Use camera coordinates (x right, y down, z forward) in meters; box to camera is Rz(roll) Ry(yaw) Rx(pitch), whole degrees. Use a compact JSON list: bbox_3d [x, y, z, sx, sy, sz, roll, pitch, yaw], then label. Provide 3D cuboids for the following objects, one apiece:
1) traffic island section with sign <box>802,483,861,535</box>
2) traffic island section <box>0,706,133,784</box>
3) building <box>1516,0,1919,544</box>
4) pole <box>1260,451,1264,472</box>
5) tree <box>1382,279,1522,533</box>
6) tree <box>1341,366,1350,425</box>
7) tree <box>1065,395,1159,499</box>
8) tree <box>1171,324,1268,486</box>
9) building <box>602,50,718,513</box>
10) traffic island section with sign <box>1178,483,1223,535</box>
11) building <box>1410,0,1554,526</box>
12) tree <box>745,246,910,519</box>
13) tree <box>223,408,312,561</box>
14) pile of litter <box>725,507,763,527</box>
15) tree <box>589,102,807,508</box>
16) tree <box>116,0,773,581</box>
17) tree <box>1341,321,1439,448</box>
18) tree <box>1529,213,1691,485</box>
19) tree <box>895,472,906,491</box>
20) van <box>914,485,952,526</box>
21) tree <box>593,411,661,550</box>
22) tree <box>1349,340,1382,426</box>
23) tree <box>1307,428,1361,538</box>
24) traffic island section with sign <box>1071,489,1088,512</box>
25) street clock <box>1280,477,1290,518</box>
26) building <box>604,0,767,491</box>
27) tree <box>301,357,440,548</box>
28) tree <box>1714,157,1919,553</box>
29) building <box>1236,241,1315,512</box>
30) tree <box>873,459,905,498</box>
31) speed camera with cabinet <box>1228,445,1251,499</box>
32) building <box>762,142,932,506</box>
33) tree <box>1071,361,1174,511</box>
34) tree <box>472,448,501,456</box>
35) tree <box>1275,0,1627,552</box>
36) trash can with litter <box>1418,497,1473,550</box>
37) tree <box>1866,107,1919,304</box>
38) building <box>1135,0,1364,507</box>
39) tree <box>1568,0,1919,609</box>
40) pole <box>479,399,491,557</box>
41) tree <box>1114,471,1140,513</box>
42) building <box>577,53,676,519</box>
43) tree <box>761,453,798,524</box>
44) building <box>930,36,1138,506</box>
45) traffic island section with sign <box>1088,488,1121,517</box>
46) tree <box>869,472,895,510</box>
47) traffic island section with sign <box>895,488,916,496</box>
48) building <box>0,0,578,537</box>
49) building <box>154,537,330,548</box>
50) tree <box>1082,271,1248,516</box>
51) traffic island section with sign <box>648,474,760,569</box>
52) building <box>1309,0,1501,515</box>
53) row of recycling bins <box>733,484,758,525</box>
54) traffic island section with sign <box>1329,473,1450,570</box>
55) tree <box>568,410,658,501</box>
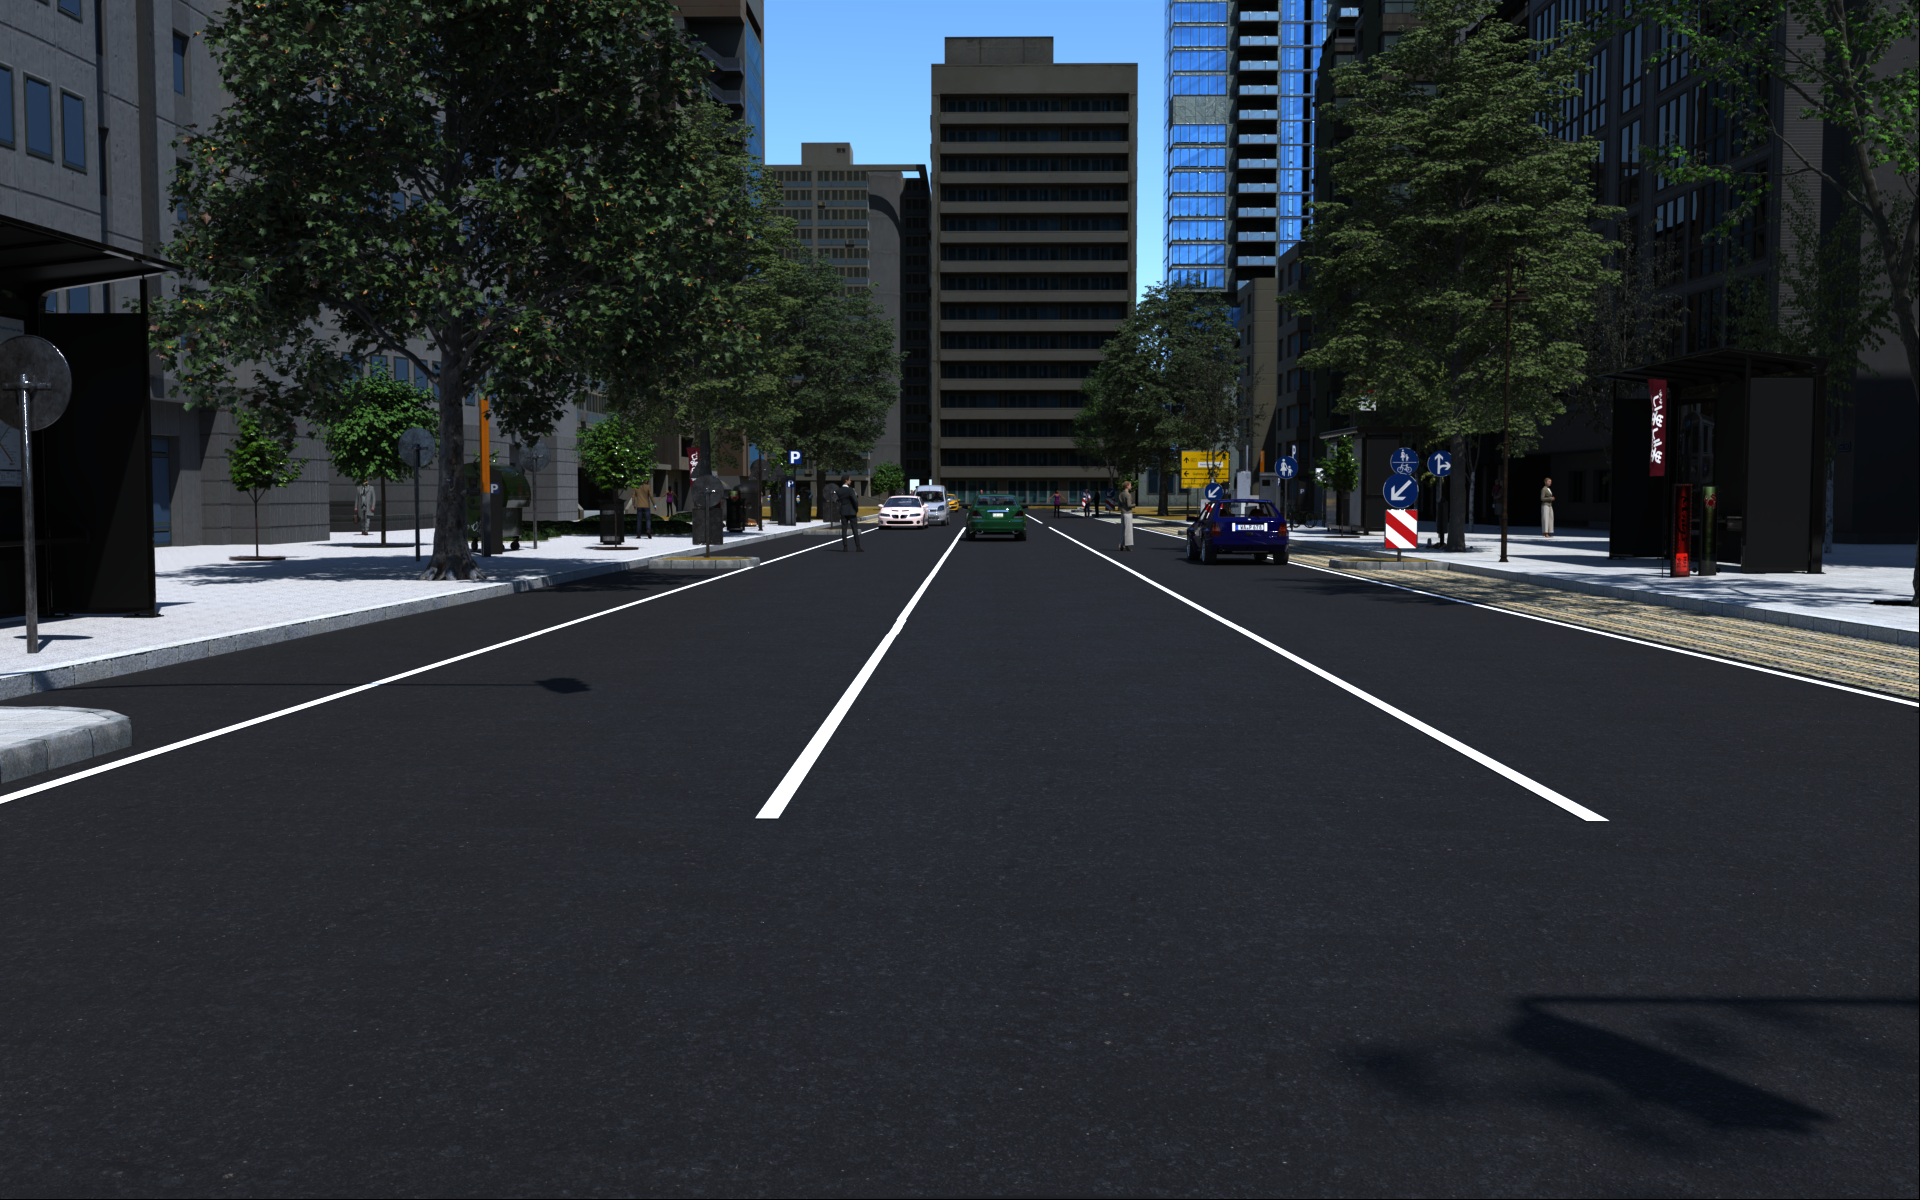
[{"bbox_3d":[-4.558,-3.265,62.017,1.989,1.847,2.006,0,4,1],"label":"traffic island section with sign"},{"bbox_3d":[-5.733,0.813,8.994,2.009,0.180,2.903,0,4,1],"label":"traffic island section"},{"bbox_3d":[28.394,-15.999,55.089,14.314,27.812,24.014,0,4,1],"label":"building"},{"bbox_3d":[14.208,-5.360,81.486,0.158,3.312,0.155,0,3,0],"label":"pole"},{"bbox_3d":[16.876,-6.542,57.322,4.737,8.622,4.395,0,3,0],"label":"tree"},{"bbox_3d":[19.600,-7.961,80.524,4.737,8.622,4.395,0,3,0],"label":"tree"},{"bbox_3d":[13.179,-13.111,148.772,8.767,10.594,7.601,0,4,4],"label":"tree"},{"bbox_3d":[11.324,-7.686,76.026,4.360,8.622,3.978,0,3,0],"label":"tree"},{"bbox_3d":[-24.320,-21.010,115.212,14.160,30.474,14.107,0,4,1],"label":"building"},{"bbox_3d":[8.632,-3.162,60.322,1.989,1.847,2.006,0,4,1],"label":"traffic island section with sign"},{"bbox_3d":[27.924,-15.048,75.706,12.332,23.373,15.834,0,4,1],"label":"building"},{"bbox_3d":[-7.099,-11.157,89.064,9.857,13.997,8.962,0,3,0],"label":"tree"},{"bbox_3d":[-13.668,-2.380,33.513,1.663,3.219,1.824,0,3,0],"label":"tree"},{"bbox_3d":[-8.498,-3.317,68.205,1.719,0.858,1.176,-1,4,-12],"label":"pile of litter"},{"bbox_3d":[-7.825,-8.113,50.767,7.486,12.596,7.792,0,3,0],"label":"tree"},{"bbox_3d":[-7.534,-6.650,25.743,9.611,12.733,9.660,0,3,0],"label":"tree"},{"bbox_3d":[18.459,-7.489,72.805,4.360,8.622,3.978,0,3,0],"label":"tree"},{"bbox_3d":[16.681,-5.760,44.539,4.360,8.622,3.978,0,3,0],"label":"tree"},{"bbox_3d":[-5.591,-9.666,152.643,1.663,3.219,1.824,0,3,0],"label":"tree"},{"bbox_3d":[-1.365,-4.403,79.001,2.013,2.044,4.112,0,4,2],"label":"van"},{"bbox_3d":[-7.977,-2.763,39.769,1.663,3.219,1.824,0,3,0],"label":"tree"},{"bbox_3d":[16.786,-6.867,62.633,4.737,8.622,4.395,0,3,0],"label":"tree"},{"bbox_3d":[11.288,-3.442,50.880,1.663,3.219,1.824,0,3,0],"label":"tree"},{"bbox_3d":[9.858,-7.899,137.769,1.989,1.847,2.006,0,4,1],"label":"traffic island section with sign"},{"bbox_3d":[13.185,-4.033,70.516,0.358,2.002,0.471,-3,5,-44],"label":"street clock"},{"bbox_3d":[-23.886,-30.067,141.701,14.200,45.320,14.600,0,4,1],"label":"building"},{"bbox_3d":[-14.040,-3.552,41.788,4.285,4.588,4.351,0,3,0],"label":"tree"},{"bbox_3d":[18.642,-5.327,37.466,4.737,8.622,4.395,0,3,0],"label":"tree"},{"bbox_3d":[37.177,-17.607,132.920,27.650,21.520,28.899,0,4,1],"label":"building"},{"bbox_3d":[-6.609,-10.762,159.672,4.285,4.588,4.351,0,3,0],"label":"tree"},{"bbox_3d":[11.438,-4.689,71.005,0.660,3.252,2.038,0,4,-1],"label":"speed camera with cabinet"},{"bbox_3d":[-14.967,-30.716,194.084,23.993,40.220,32.217,0,4,1],"label":"building"},{"bbox_3d":[12.162,-12.500,130.125,9.928,11.665,9.643,0,3,0],"label":"tree"},{"bbox_3d":[-17.455,-4.217,63.547,1.663,3.219,1.824,0,3,0],"label":"tree"},{"bbox_3d":[10.954,-7.364,38.533,7.486,12.596,7.792,0,3,0],"label":"tree"},{"bbox_3d":[11.264,-1.828,40.953,1.678,1.210,2.233,1,4,20],"label":"trash can with litter"},{"bbox_3d":[17.169,-4.788,28.649,4.360,8.622,3.978,0,3,0],"label":"tree"},{"bbox_3d":[34.041,-53.457,186.686,31.000,86.520,22.319,0,4,1],"label":"building"},{"bbox_3d":[10.881,-5.728,19.405,9.928,11.665,9.643,0,3,0],"label":"tree"},{"bbox_3d":[-9.671,-2.533,35.257,0.158,3.312,0.155,0,3,0],"label":"pole"},{"bbox_3d":[11.660,-7.606,118.965,1.663,3.219,1.824,0,3,0],"label":"tree"},{"bbox_3d":[-33.254,-24.719,96.039,32.217,40.220,23.993,0,4,1],"label":"building"},{"bbox_3d":[-7.970,-4.904,74.779,1.663,3.219,1.824,0,3,0],"label":"tree"},{"bbox_3d":[7.740,-34.513,187.992,21.600,48.544,21.300,0,4,1],"label":"building"},{"bbox_3d":[9.436,-6.247,110.760,1.989,1.847,2.006,0,4,1],"label":"traffic island section with sign"},{"bbox_3d":[-6.586,-8.830,138.963,1.663,3.219,1.824,0,3,0],"label":"tree"},{"bbox_3d":[-3.779,-6.277,111.252,1.989,1.847,2.006,0,4,1],"label":"traffic island section with sign"},{"bbox_3d":[-29.236,-32.201,68.486,21.231,58.520,28.212,0,4,1],"label":"building"},{"bbox_3d":[-28.139,-29.989,32.319,21.231,58.520,28.212,0,4,1],"label":"building"},{"bbox_3d":[11.716,-11.840,100.237,9.857,13.997,8.962,0,3,0],"label":"tree"},{"bbox_3d":[-5.009,-1.568,34.271,1.989,1.847,2.006,0,4,1],"label":"traffic island section with sign"},{"bbox_3d":[29.537,-20.754,111.028,14.160,30.474,14.107,0,4,1],"label":"building"},{"bbox_3d":[-8.781,-3.901,70.900,1.069,1.692,3.534,0,4,-3],"label":"row of recycling bins"},{"bbox_3d":[8.200,-1.513,33.370,1.989,1.847,2.006,0,4,1],"label":"traffic island section with sign"},{"bbox_3d":[-13.122,-5.014,65.686,4.285,4.588,4.351,0,3,0],"label":"tree"}]
